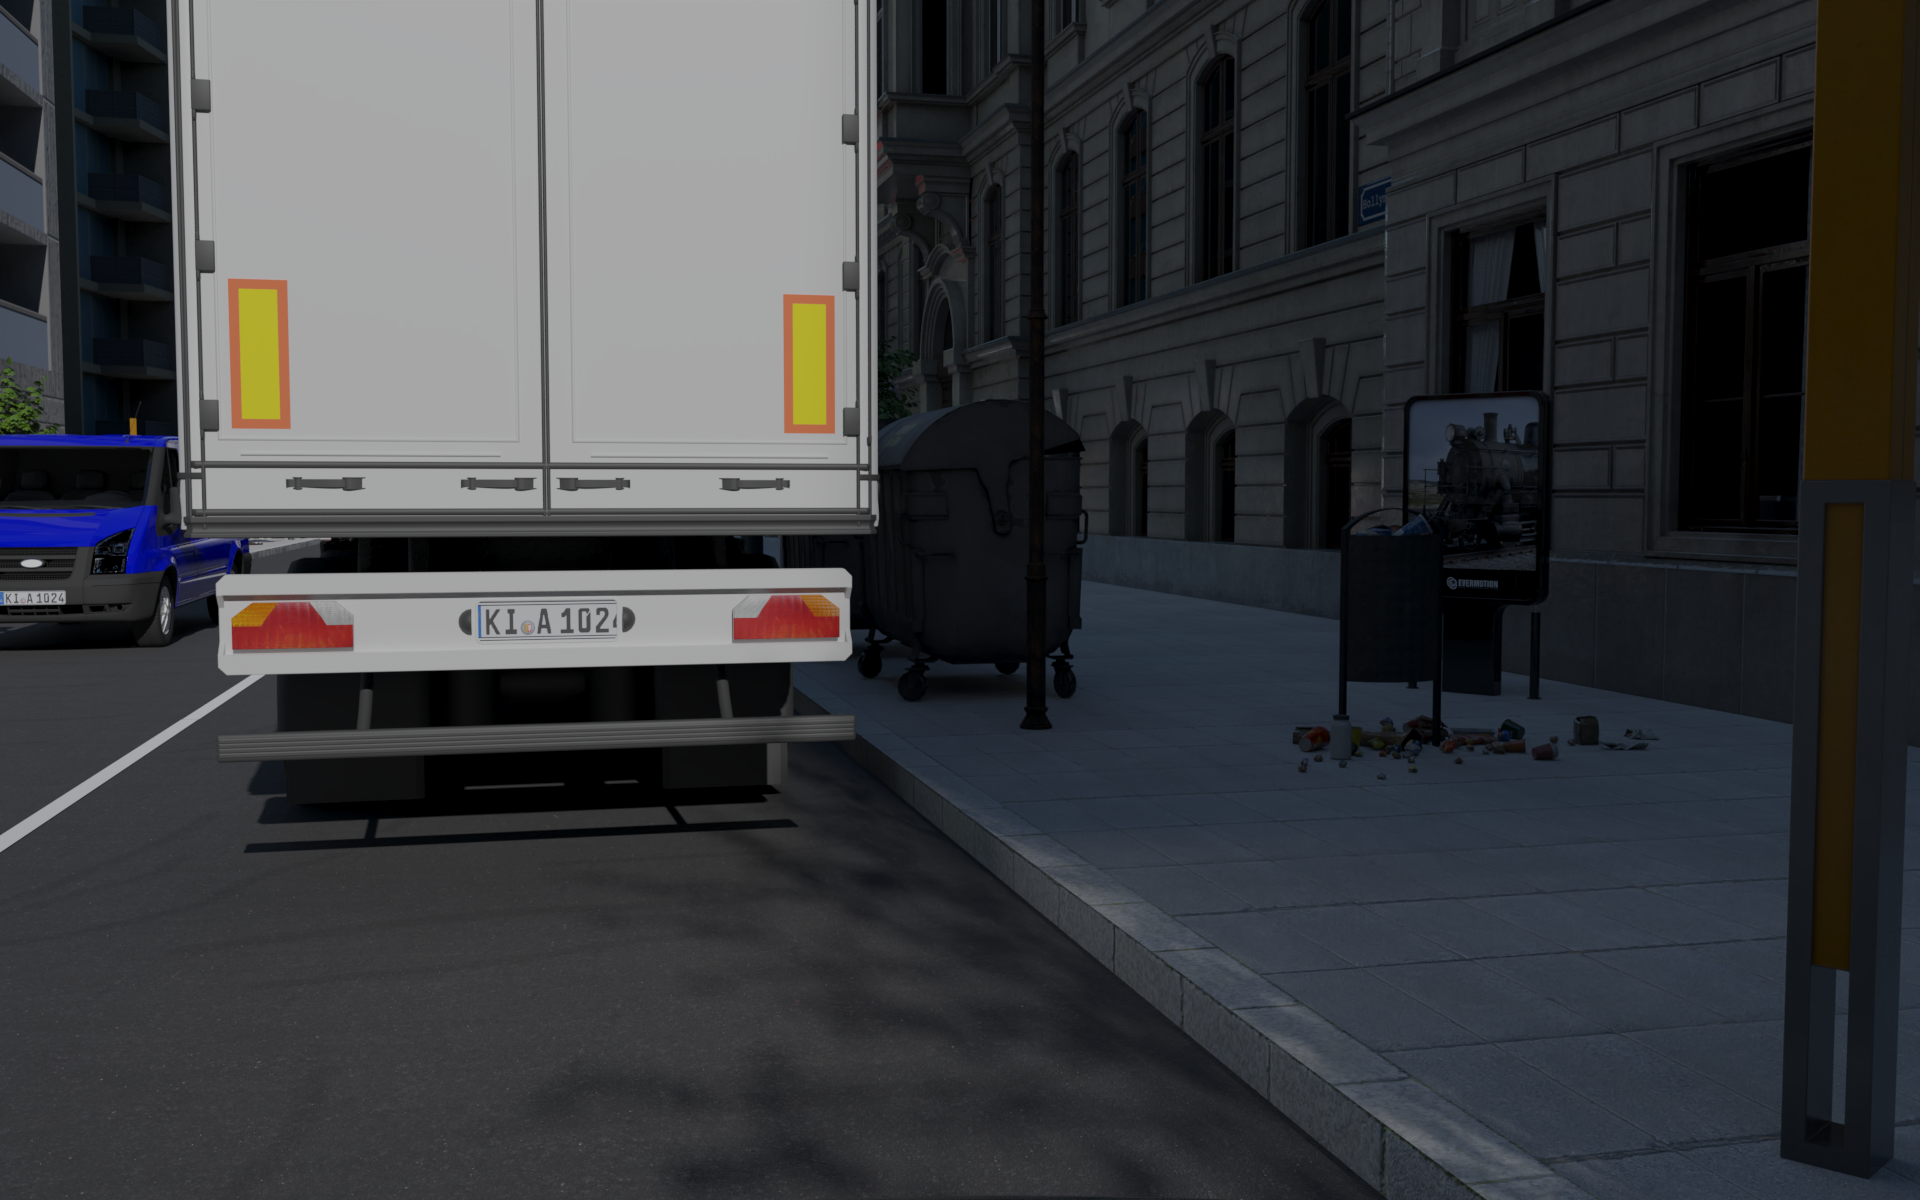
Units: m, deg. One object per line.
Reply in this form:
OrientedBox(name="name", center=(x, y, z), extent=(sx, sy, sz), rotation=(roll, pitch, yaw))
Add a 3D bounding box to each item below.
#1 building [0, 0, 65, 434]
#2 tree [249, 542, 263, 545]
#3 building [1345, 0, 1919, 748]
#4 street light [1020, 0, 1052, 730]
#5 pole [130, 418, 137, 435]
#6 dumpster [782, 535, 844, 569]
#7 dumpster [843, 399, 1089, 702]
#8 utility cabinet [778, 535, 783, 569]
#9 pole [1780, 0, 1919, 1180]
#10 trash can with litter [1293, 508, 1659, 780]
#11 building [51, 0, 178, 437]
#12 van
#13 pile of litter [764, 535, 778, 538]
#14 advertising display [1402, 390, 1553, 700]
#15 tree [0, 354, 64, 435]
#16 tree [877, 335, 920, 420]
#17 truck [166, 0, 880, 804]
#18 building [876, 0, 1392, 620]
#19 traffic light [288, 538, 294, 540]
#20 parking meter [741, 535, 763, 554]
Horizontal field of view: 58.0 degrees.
OrientedBox(name="building", center=(-32.887, -29.853, 30.093), extent=(28.212, 58.520, 21.231), rotation=(-1, 4, -14))
OrientedBox(name="tree", center=(-18.015, -2.995, 43.564), extent=(1.663, 3.219, 1.824), rotation=(0, 3, 0))
OrientedBox(name="building", center=(10.121, -8.674, 6.451), extent=(10.561, 19.102, 19.286), rotation=(-1, 4, -14))
OrientedBox(name="street light", center=(0.417, -2.234, 9.320), extent=(0.468, 5.910, 1.993), rotation=(-1, 4, -14))
OrientedBox(name="pole", center=(-22.281, -3.236, 46.757), extent=(0.158, 3.312, 0.155), rotation=(0, 3, 0))
OrientedBox(name="dumpster", center=(-0.782, -0.515, 14.179), extent=(1.264, 1.857, 1.865), rotation=(-1, 4, -14))
OrientedBox(name="dumpster", center=(0.037, -0.348, 11.447), extent=(1.264, 1.857, 1.865), rotation=(-1, 4, -14))
OrientedBox(name="utility cabinet", center=(-1.353, -0.410, 17.861), extent=(1.020, 1.237, 0.306), rotation=(-1, 4, -10))
OrientedBox(name="pole", center=(1.695, -0.575, 3.246), extent=(0.158, 3.312, 0.155), rotation=(0, 3, 0))
OrientedBox(name="trash can with litter", center=(2.575, 0.145, 8.680), extent=(2.233, 1.210, 1.678), rotation=(-1, 4, -9))
OrientedBox(name="building", center=(-40.670, -25.420, 70.249), extent=(22.147, 44.769, 28.867), rotation=(-1, 4, -14))
OrientedBox(name="van", center=(-8.733, -0.816, 17.719), extent=(2.240, 2.365, 5.245), rotation=(-1, 4, -13))
OrientedBox(name="pile of litter", center=(-4.899, -2.287, 51.357), extent=(1.719, 0.858, 1.176), rotation=(1, 4, 9))
OrientedBox(name="advertising display", center=(3.290, -0.359, 11.089), extent=(0.974, 1.923, 0.123), rotation=(3, 5, 44))
OrientedBox(name="tree", center=(-13.089, -1.806, 24.134), extent=(1.663, 3.219, 1.824), rotation=(0, 3, 0))
OrientedBox(name="tree", center=(-2.328, -2.546, 25.341), extent=(4.285, 4.588, 4.351), rotation=(0, 3, 0))
OrientedBox(name="truck", center=(-2.832, -1.382, 11.517), extent=(2.839, 4.237, 11.283), rotation=(-1, 4, -14))
OrientedBox(name="building", center=(5.184, -13.084, 33.000), extent=(14.460, 24.649, 34.723), rotation=(-1, 4, -14))
OrientedBox(name="traffic light", center=(-18.724, -3.637, 48.385), extent=(0.839, 4.253, 0.868), rotation=(-1, 4, -14))
OrientedBox(name="parking meter", center=(-3.427, -1.231, 28.532), extent=(0.372, 1.533, 0.369), rotation=(0, 3, 0))
